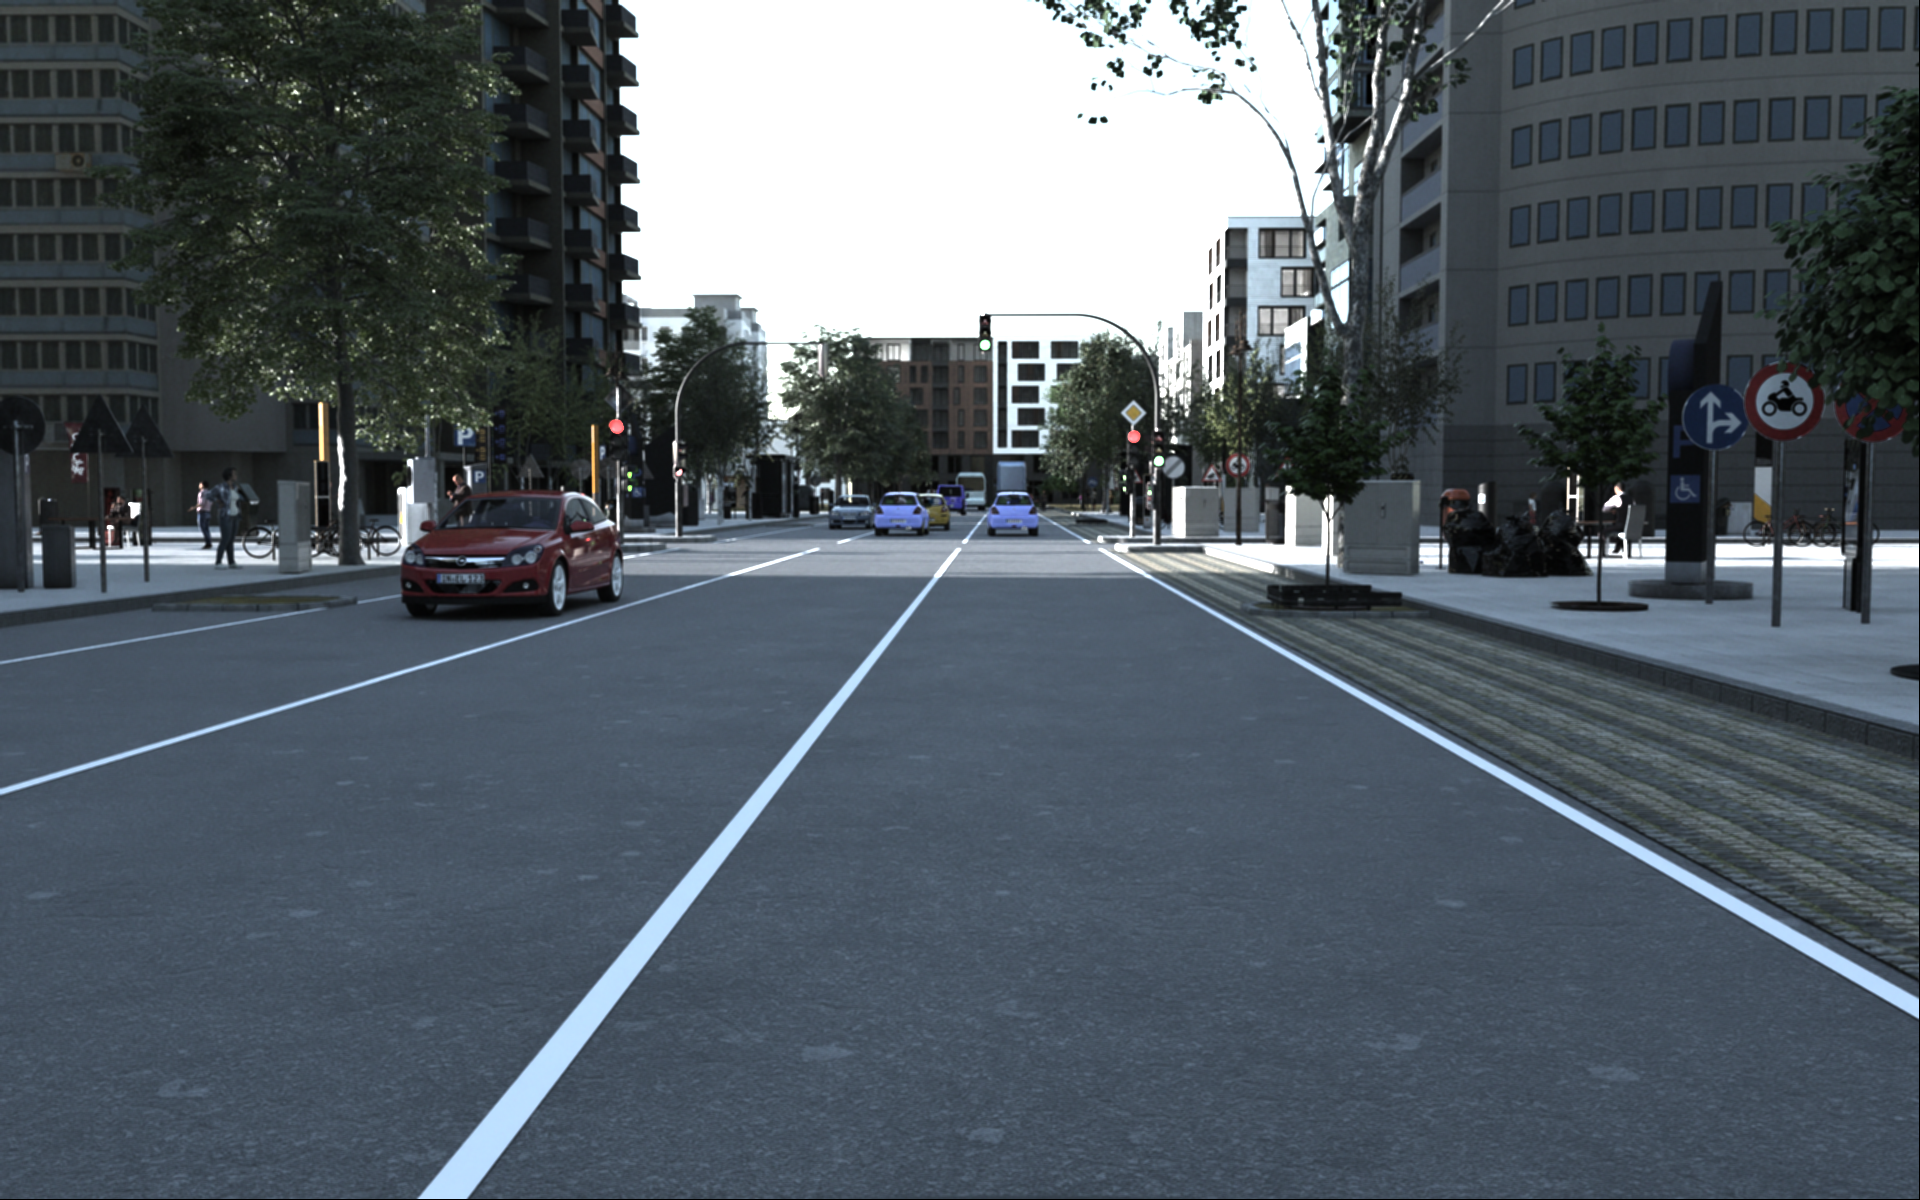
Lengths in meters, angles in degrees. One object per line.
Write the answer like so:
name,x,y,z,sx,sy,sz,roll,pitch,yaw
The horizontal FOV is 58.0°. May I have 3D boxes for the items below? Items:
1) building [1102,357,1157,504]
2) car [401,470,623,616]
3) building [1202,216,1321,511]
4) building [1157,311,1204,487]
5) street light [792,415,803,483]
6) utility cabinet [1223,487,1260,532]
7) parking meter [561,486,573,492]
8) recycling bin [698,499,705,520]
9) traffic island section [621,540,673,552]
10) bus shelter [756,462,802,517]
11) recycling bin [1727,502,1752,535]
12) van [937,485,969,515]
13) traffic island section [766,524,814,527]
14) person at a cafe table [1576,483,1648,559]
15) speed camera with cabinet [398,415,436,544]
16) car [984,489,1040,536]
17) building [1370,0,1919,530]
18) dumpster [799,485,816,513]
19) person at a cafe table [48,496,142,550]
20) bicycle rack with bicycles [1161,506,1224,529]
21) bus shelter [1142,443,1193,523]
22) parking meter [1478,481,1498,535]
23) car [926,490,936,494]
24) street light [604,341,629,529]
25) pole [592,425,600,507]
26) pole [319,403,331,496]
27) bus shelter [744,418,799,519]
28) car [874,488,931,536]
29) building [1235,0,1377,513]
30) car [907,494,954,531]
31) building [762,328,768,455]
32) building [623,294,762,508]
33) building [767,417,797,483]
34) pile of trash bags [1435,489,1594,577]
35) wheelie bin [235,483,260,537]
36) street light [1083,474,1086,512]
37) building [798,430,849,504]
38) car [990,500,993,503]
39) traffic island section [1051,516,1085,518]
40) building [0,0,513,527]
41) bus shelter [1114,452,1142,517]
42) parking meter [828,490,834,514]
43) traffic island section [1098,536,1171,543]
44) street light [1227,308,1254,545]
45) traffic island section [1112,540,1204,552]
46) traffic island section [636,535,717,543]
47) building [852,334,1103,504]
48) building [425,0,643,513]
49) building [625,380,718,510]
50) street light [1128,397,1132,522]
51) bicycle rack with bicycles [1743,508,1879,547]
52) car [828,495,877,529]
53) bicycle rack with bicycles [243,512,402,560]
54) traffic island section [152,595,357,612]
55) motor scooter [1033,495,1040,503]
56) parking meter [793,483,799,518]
building,34.260,-22.164,228.845,31.486,18.905,16.747,0,4,1
car,-5.514,-0.771,21.654,2.155,1.783,4.494,0,4,3
building,33.865,-18.321,143.519,27.936,21.610,32.646,0,4,1
building,30.040,-18.915,175.712,16.747,18.905,31.486,0,4,1
street light,-9.290,-7.713,98.891,0.468,5.910,1.993,0,4,1
utility cabinet,9.513,-3.048,58.517,1.173,1.500,0.318,2,4,32
parking meter,-12.463,-2.846,54.946,0.372,1.533,0.369,0,3,0
recycling bin,-13.040,-4.458,85.436,0.722,1.027,0.722,1,4,16
traffic island section,-8.653,-1.333,44.084,2.009,0.180,2.903,0,4,1
bus shelter,-10.529,-6.573,101.388,2.014,3.302,5.546,0,4,1
recycling bin,24.422,-2.556,54.350,0.722,1.027,0.722,1,4,23
van,-0.564,-6.989,118.655,2.240,2.365,5.245,0,4,2
traffic island section,-7.526,-3.316,77.081,1.991,0.108,1.994,0,4,1
person at a cafe table,12.993,-1.602,34.701,1.698,1.524,1.622,-1,4,-22
speed camera with cabinet,-13.825,-3.037,43.996,0.660,3.252,2.038,-2,4,-28
car,1.814,-3.094,60.174,1.945,1.707,3.694,0,4,-1
building,32.971,-32.304,70.164,28.212,58.520,21.231,0,4,1
dumpster,-10.092,-6.522,112.400,1.264,1.857,1.865,0,4,2
person at a cafe table,-20.134,-1.832,40.808,1.698,1.238,1.726,2,4,25
bicycle rack with bicycles,8.887,-3.047,63.200,2.852,0.926,2.925,-3,5,-39
bus shelter,9.754,-5.485,80.962,1.731,3.624,6.357,0,4,2
parking meter,10.543,-1.604,34.632,0.372,1.533,0.369,0,3,0
car,-2.298,-9.083,157.175,2.281,1.827,5.304,0,4,1
street light,-10.400,-4.882,52.602,0.468,5.910,1.993,0,4,1
pole,-10.757,-3.506,51.160,0.158,3.312,0.155,0,3,0
pole,-14.199,-2.746,38.740,0.158,3.312,0.155,0,3,0
bus shelter,-10.255,-7.050,92.899,2.179,5.291,8.768,0,4,1
car,-2.000,-3.112,60.480,1.945,1.707,3.694,0,4,3
building,30.885,-48.678,108.551,22.319,86.520,31.000,0,4,1
car,-1.256,-3.621,69.421,2.015,1.641,3.980,0,3,0
building,-27.317,-19.374,173.190,16.016,20.091,11.380,0,4,1
building,-27.532,-18.666,161.613,16.016,20.091,11.380,0,4,1
building,-32.503,-15.093,188.921,28.070,9.664,9.099,0,4,1
pile of trash bags,8.774,-1.137,28.349,1.912,1.369,3.447,-1,4,-12
wheelie bin,-21.409,-2.681,51.749,0.693,1.594,0.980,0,4,6
street light,9.054,-9.370,125.983,0.468,5.910,1.993,0,4,1
building,-28.812,-17.446,227.383,28.070,9.664,9.099,0,4,1
car,2.534,-4.889,89.522,1.945,1.707,3.694,0,4,1
traffic island section,6.467,-4.958,103.924,1.991,0.108,1.994,0,4,1
building,-37.318,-23.468,75.577,32.217,40.220,23.993,0,4,1
bus shelter,9.869,-6.582,98.897,1.731,3.624,6.357,0,4,1
parking meter,-8.428,-6.419,113.355,0.372,1.533,0.369,0,3,0
traffic island section,5.180,-1.801,51.727,2.009,0.180,2.903,0,4,1
street light,6.982,-4.308,43.217,0.468,5.910,1.993,0,4,1
traffic island section,4.984,-1.313,43.744,2.009,0.180,2.903,0,4,1
traffic island section,-8.457,-1.822,52.066,2.009,0.180,2.903,0,4,1
building,2.356,-23.959,235.710,32.646,21.610,27.936,0,4,1
building,-31.293,-27.343,101.679,22.147,44.769,28.867,0,4,1
building,-24.269,-12.226,142.047,9.099,9.664,28.070,0,4,1
street light,7.824,-6.530,79.551,0.468,5.910,1.993,0,4,1
bicycle rack with bicycles,21.022,-1.793,42.692,2.925,0.926,2.852,2,4,30
car,-4.431,-3.677,72.120,2.014,1.417,4.499,0,4,1
bicycle rack with bicycles,-12.818,-1.301,34.660,2.925,0.926,2.852,-1,4,-12
traffic island section,-8.863,0.046,22.112,1.991,0.108,1.994,0,4,1
motor scooter,8.250,-10.678,187.369,0.815,1.314,1.986,0,4,2
parking meter,-8.874,-5.390,93.838,0.255,1.863,0.399,0,4,6
